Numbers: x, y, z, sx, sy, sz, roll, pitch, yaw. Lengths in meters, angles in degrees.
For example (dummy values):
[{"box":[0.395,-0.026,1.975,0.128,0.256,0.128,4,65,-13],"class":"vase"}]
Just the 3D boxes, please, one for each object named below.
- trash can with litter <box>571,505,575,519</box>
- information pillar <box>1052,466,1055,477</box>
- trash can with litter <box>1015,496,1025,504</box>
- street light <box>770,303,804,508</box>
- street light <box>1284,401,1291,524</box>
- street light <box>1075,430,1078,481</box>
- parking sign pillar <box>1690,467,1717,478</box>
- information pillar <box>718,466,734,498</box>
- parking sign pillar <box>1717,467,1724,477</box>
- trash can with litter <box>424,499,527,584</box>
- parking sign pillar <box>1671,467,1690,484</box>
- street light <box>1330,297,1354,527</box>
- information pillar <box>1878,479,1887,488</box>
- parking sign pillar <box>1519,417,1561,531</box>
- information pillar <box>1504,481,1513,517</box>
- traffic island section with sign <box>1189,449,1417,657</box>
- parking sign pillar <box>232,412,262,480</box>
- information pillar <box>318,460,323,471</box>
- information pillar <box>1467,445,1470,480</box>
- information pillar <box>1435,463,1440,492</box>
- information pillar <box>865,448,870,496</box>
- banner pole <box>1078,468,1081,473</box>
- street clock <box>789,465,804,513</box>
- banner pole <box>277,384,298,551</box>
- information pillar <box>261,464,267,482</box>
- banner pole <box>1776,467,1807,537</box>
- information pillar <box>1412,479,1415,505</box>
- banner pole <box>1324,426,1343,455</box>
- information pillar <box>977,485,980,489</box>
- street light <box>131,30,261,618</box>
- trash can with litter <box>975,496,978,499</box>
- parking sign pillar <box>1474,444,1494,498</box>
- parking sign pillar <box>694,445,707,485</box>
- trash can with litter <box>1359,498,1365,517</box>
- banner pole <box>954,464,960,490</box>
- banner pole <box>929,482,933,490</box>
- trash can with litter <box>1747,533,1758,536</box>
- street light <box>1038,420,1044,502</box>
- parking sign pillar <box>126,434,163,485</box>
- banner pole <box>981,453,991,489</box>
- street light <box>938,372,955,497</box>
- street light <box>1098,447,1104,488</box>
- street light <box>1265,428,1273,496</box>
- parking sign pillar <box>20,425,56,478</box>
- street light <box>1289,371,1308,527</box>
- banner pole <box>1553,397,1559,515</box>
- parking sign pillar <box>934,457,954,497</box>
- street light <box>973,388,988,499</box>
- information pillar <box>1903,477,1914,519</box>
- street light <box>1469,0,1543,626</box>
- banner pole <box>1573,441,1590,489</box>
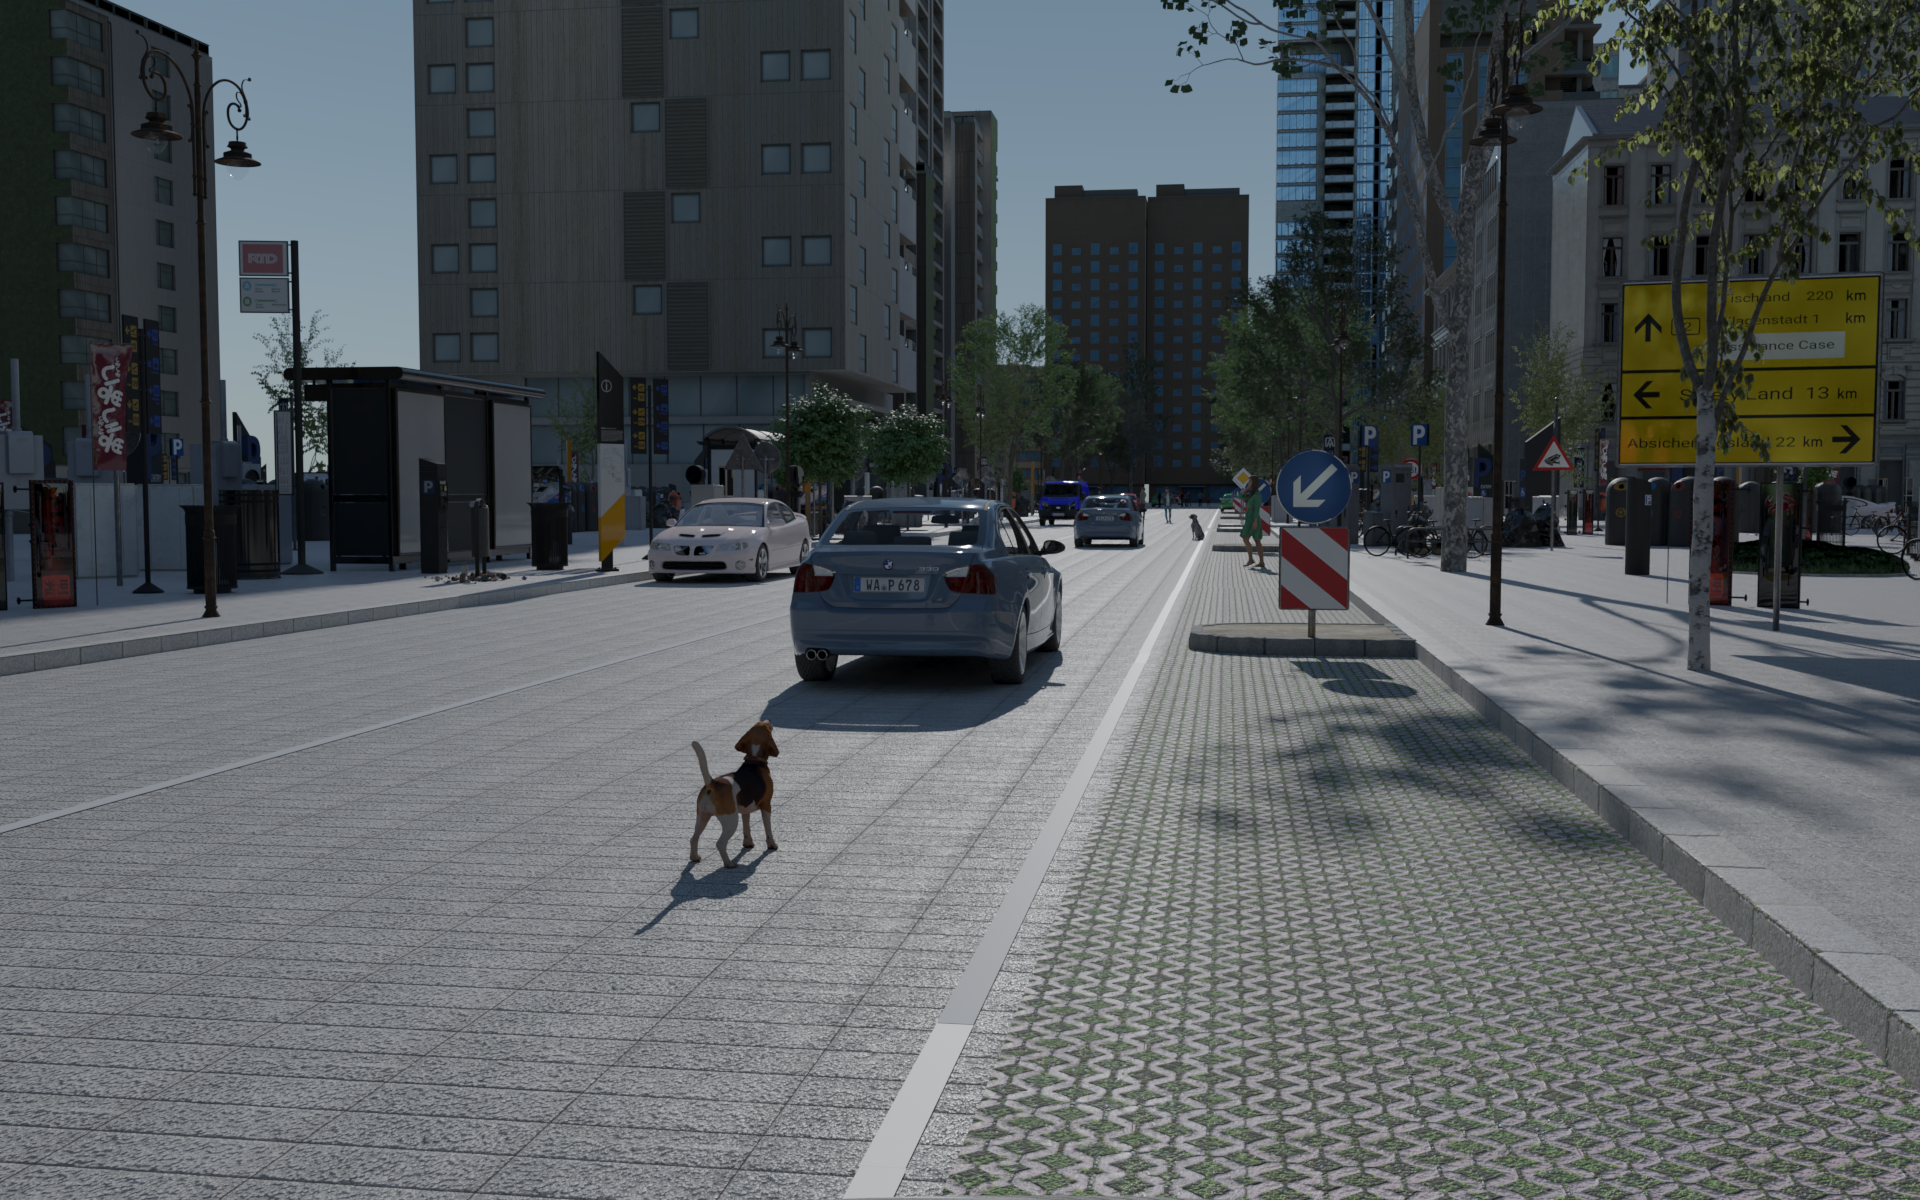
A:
[{"box":[-15.731,-3.478,68.250,0.624,1.170,1.055,-3,4,-39],"class":"trash can with litter"},{"box":[7.848,-9.439,145.678,0.183,3.616,0.504,1,4,18],"class":"information pillar"},{"box":[3.294,-5.403,99.718,1.055,1.170,0.624,-2,4,-27],"class":"trash can with litter"},{"box":[-4.190,-4.238,42.072,0.468,5.910,1.993,1,4,9],"class":"street light"},{"box":[14.198,-6.243,74.857,0.468,5.910,1.993,1,4,9],"class":"street light"},{"box":[8.284,-9.206,123.298,0.468,5.910,1.993,1,4,9],"class":"street light"},{"box":[54.560,-8.514,127.676,1.447,3.967,1.447,0,4,1],"class":"parking sign pillar"},{"box":[-6.162,-2.521,45.711,0.304,2.012,0.304,3,4,39],"class":"information pillar"},{"box":[60.983,-9.232,139.423,1.447,3.967,1.447,-2,4,-34],"class":"parking sign pillar"},{"box":[-7.294,-0.893,25.651,1.678,1.210,2.233,0,4,-4],"class":"trash can with litter"},{"box":[47.663,-7.808,116.129,1.447,3.967,1.447,-2,4,-30],"class":"parking sign pillar"},{"box":[8.939,-4.153,40.689,0.468,5.910,1.993,1,4,9],"class":"street light"},{"box":[43.690,-4.745,82.073,0.304,2.012,0.304,-2,4,-29],"class":"information pillar"},{"box":[20.266,-4.407,60.528,1.447,3.967,1.447,-1,4,-12],"class":"parking sign pillar"},{"box":[30.910,-5.696,97.622,0.304,2.012,0.304,-3,4,-36],"class":"information pillar"},{"box":[3.156,-0.462,16.182,1.989,1.847,2.006,1,4,9],"class":"traffic island section with sign"},{"box":[-23.613,-4.217,57.419,1.447,3.967,1.447,0,4,-1],"class":"parking sign pillar"},{"box":[-44.461,-7.897,120.467,0.504,3.616,0.183,2,4,32],"class":"information pillar"},{"box":[22.595,-5.257,77.298,0.183,3.616,0.504,3,4,36],"class":"information pillar"},{"box":[36.217,-8.557,131.265,0.183,3.616,0.504,-1,4,-19],"class":"information pillar"},{"box":[-3.591,-4.620,66.886,0.183,3.616,0.504,-1,4,-16],"class":"information pillar"},{"box":[10.082,-9.559,146.302,0.401,3.779,0.863,-1,4,-18],"class":"banner pole"},{"box":[-4.160,-2.399,43.796,0.358,2.002,0.471,2,4,32],"class":"street clock"},{"box":[-15.358,-3.032,39.590,0.863,3.779,0.401,3,5,42],"class":"banner pole"},{"box":[-52.756,-8.556,131.249,0.504,3.616,0.183,-2,4,-31],"class":"information pillar"},{"box":[20.519,-3.213,42.555,0.863,3.779,0.401,2,4,35],"class":"banner pole"},{"box":[33.026,-8.273,126.618,0.504,3.616,0.183,3,4,36],"class":"information pillar"},{"box":[13.703,-4.491,63.444,0.863,3.779,0.401,2,4,27],"class":"banner pole"},{"box":[1.579,-8.270,139.702,0.304,2.012,0.304,-3,5,-43],"class":"information pillar"},{"box":[-7.814,-2.759,17.897,0.468,5.910,1.993,1,4,9],"class":"street light"},{"box":[1.067,-8.089,143.639,0.624,1.170,1.055,-3,5,-42],"class":"trash can with litter"},{"box":[27.950,-6.332,91.996,1.447,3.967,1.447,-2,4,-35],"class":"parking sign pillar"},{"box":[-13.958,-6.481,94.438,1.447,3.967,1.447,-3,5,-43],"class":"parking sign pillar"},{"box":[19.627,-4.452,84.178,1.055,1.170,0.624,0,4,4],"class":"trash can with litter"},{"box":[-0.258,-9.401,143.718,0.401,3.779,0.863,-3,5,-42],"class":"banner pole"},{"box":[-2.118,-8.613,130.832,0.863,3.779,0.401,2,4,25],"class":"banner pole"},{"box":[24.765,-2.553,52.795,1.678,1.210,2.233,2,4,34],"class":"trash can with litter"},{"box":[4.643,-7.725,99.085,0.468,5.910,1.993,1,4,9],"class":"street light"},{"box":[-19.829,-3.281,42.122,1.447,3.967,1.447,0,4,-6],"class":"parking sign pillar"},{"box":[1.583,-6.845,101.934,0.863,3.779,0.401,-1,4,-19],"class":"banner pole"},{"box":[-0.526,-5.695,65.900,0.468,5.910,1.993,1,4,9],"class":"street light"},{"box":[11.944,-10.677,147.348,0.468,5.910,1.993,1,4,9],"class":"street light"},{"box":[17.805,-7.701,98.694,0.468,5.910,1.993,1,4,9],"class":"street light"},{"box":[-34.234,-4.627,64.126,1.447,3.967,1.447,3,5,45],"class":"parking sign pillar"},{"box":[12.726,-5.627,64.782,0.468,5.910,1.993,1,4,9],"class":"street light"},{"box":[15.505,-3.374,45.182,0.401,3.779,0.863,1,4,12],"class":"banner pole"},{"box":[-1.031,-7.494,111.006,1.447,3.967,1.447,-2,4,-31],"class":"parking sign pillar"},{"box":[0.897,-6.268,75.269,0.468,5.910,1.993,1,4,9],"class":"street light"},{"box":[41.735,-4.388,76.233,0.304,2.012,0.304,1,4,10],"class":"information pillar"},{"box":[5.236,-2.690,16.775,0.468,5.910,1.993,1,4,9],"class":"street light"},{"box":[29.395,-5.613,81.789,0.863,3.779,0.401,3,4,36],"class":"banner pole"}]
